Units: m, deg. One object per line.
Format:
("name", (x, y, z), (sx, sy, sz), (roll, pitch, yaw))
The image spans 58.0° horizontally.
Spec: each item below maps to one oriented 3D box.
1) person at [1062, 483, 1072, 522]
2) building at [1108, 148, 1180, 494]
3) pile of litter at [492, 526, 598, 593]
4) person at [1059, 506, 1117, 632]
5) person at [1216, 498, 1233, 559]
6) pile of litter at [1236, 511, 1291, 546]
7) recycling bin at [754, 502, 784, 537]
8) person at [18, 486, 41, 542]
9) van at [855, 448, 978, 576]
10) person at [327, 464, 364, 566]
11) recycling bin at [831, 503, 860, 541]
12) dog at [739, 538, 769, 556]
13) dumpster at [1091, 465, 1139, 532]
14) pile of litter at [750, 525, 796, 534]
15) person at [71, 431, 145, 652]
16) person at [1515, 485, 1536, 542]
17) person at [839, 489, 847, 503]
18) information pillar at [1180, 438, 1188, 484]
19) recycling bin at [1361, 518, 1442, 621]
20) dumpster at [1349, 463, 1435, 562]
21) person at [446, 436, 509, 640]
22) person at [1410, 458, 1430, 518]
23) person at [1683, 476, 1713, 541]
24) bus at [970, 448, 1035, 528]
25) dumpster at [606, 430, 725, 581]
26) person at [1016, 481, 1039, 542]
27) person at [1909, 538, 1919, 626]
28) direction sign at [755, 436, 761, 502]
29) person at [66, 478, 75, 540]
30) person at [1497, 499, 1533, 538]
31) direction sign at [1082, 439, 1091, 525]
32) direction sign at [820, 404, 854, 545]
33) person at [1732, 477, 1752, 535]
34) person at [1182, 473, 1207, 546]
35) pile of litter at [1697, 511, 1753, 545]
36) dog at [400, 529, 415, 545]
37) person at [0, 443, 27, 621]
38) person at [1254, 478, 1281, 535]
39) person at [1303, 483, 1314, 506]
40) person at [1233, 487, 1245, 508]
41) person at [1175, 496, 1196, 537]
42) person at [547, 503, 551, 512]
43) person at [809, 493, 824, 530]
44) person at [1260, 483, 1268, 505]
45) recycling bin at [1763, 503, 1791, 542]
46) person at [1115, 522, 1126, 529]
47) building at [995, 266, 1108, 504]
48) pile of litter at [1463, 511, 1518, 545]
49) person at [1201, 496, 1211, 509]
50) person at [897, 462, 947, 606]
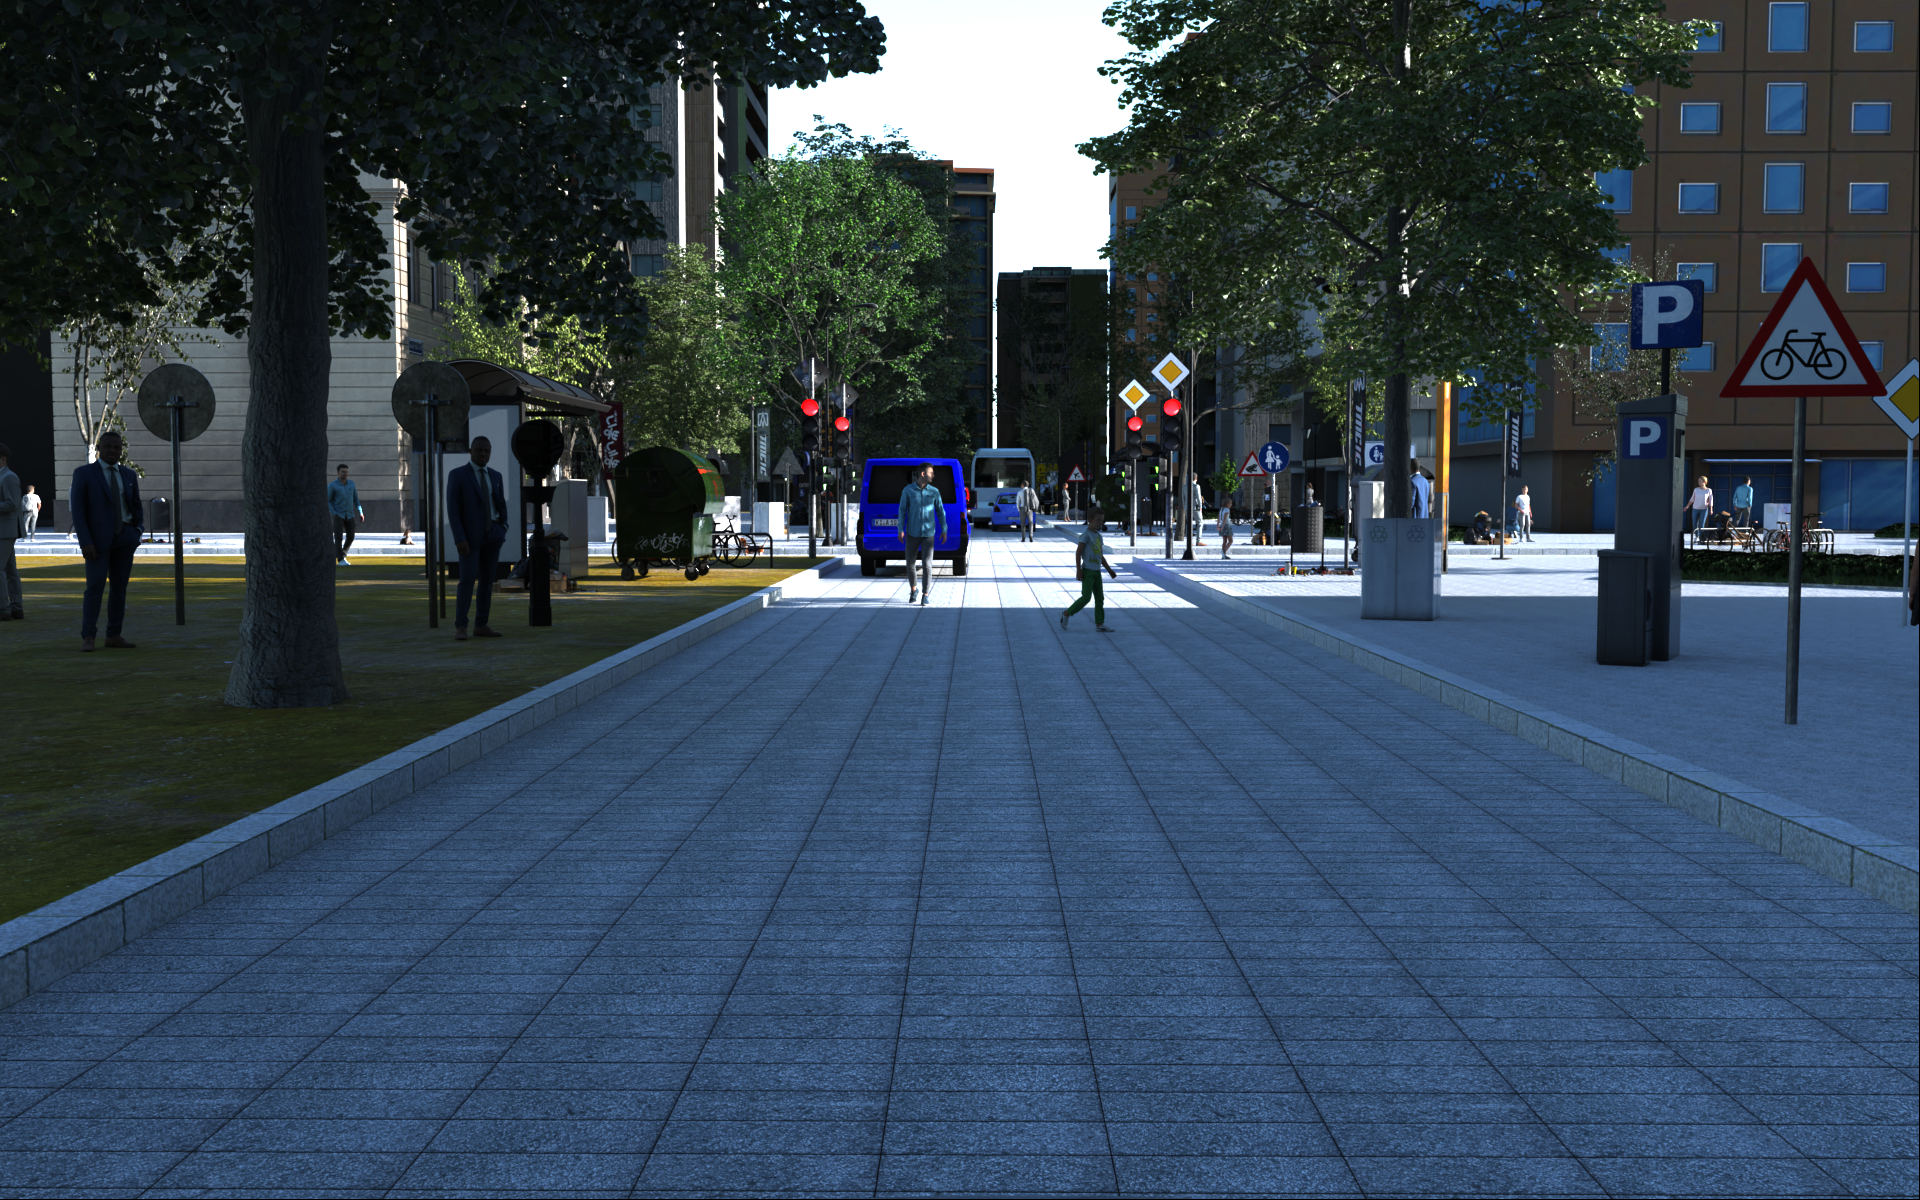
("person", (4.952, -4.476, 79.501), (0.573, 1.790, 0.520), (-1, 4, -21))
("building", (26.618, -34.966, 221.808), (14.200, 45.320, 14.600), (0, 4, 1))
("pile of litter", (-5.595, -0.543, 22.841), (1.719, 0.858, 1.176), (3, 4, 38))
("person", (1.332, -0.325, 18.058), (0.590, 1.304, 0.306), (1, 4, 20))
("person", (5.168, -1.412, 34.140), (0.382, 1.210, 0.505), (-2, 4, -24))
("pile of litter", (7.844, -1.811, 43.578), (1.719, 0.858, 1.176), (2, 4, 32))
("recycling bin", (-5.813, -2.436, 52.389), (0.722, 1.027, 0.722), (2, 4, 33))
("person", (-24.967, -2.312, 46.442), (0.523, 1.515, 0.503), (2, 4, 26))
("van", (-0.790, -1.690, 32.012), (2.240, 2.365, 5.245), (0, 4, 1))
("person", (-11.148, -1.542, 31.271), (0.620, 1.820, 0.660), (2, 4, 35))
("recycling bin", (-3.056, -2.142, 47.570), (0.722, 1.027, 0.722), (3, 5, 44))
("dog", (-4.392, -1.069, 36.772), (0.406, 0.507, 0.540), (3, 5, 41))
("dumpster", (5.323, -3.490, 59.559), (1.502, 2.255, 1.985), (0, 4, 0))
("pile of litter", (-6.006, -2.532, 55.362), (1.719, 0.858, 1.176), (-1, 4, -22))
("person", (-7.099, -0.500, 14.398), (0.419, 1.800, 0.721), (2, 4, 27))
("person", (15.114, -2.305, 46.326), (0.523, 1.515, 0.503), (3, 4, 36))
("person", (-4.849, -4.092, 73.129), (0.537, 1.800, 0.526), (1, 4, 21))
("information pillar", (9.342, -4.929, 71.938), (0.183, 3.616, 0.504), (-3, 5, -40))
("recycling bin", (4.565, -0.327, 17.900), (0.722, 1.027, 0.722), (1, 4, 22))
("dumpster", (7.998, -1.608, 32.045), (1.264, 1.857, 1.865), (0, 4, 0))
("person", (-4.337, -0.569, 15.527), (0.419, 1.800, 0.721), (2, 4, 33))
("person", (6.617, -1.163, 25.243), (0.419, 1.800, 0.721), (2, 4, 31))
("person", (19.103, -2.331, 44.826), (0.731, 1.740, 0.598), (2, 4, 29))
("bus", (1.842, -4.975, 76.202), (2.948, 3.499, 13.247), (0, 4, 1))
("dumpster", (-4.453, -1.454, 26.269), (1.502, 2.255, 1.985), (0, 4, 1))
("person", (2.011, -2.625, 51.524), (0.679, 1.850, 0.850), (-1, 4, -9))
("person", (6.387, -0.035, 11.282), (0.362, 1.253, 0.373), (1, 4, 23))
("direction sign", (-7.708, -4.564, 66.617), (0.379, 3.537, 0.876), (1, 4, 13))
("person", (-24.288, -2.537, 47.702), (0.728, 1.800, 0.709), (1, 4, 8))
("person", (16.200, -2.402, 50.813), (1.012, 1.151, 0.738), (3, 4, 38))
("direction sign", (5.256, -4.883, 71.840), (0.379, 3.537, 0.876), (1, 4, 23))
("direction sign", (-3.108, -3.170, 43.834), (0.876, 3.537, 0.379), (1, 4, 11))
("person", (24.344, -2.928, 53.941), (0.620, 1.820, 0.660), (-2, 4, -35))
("person", (5.763, -2.242, 42.801), (0.635, 1.810, 0.391), (3, 5, 41))
("pile of litter", (19.420, -1.816, 43.652), (1.719, 0.858, 1.176), (0, 4, 5))
("dog", (-13.943, -1.597, 43.851), (0.550, 0.427, 0.748), (0, 4, 7))
("person", (-9.810, -0.693, 17.579), (0.606, 1.804, 0.583), (3, 5, 44))
("person", (9.509, -2.874, 53.430), (0.834, 1.777, 0.661), (1, 4, 14))
("person", (15.917, -4.472, 79.438), (0.520, 1.790, 0.573), (-2, 4, -24))
("person", (16.993, -6.083, 105.620), (0.709, 1.813, 0.853), (0, 4, 5))
("person", (6.850, -2.788, 51.398), (0.755, 1.850, 0.659), (-3, 5, -43))
("person", (-15.169, -3.437, 64.826), (0.523, 1.515, 0.503), (-3, 5, -39))
("person", (-4.744, -3.126, 57.577), (0.534, 1.772, 0.576), (0, 4, 4))
("person", (14.592, -4.686, 82.842), (0.466, 1.800, 0.511), (1, 4, 9))
("recycling bin", (21.949, -2.062, 46.263), (0.722, 1.027, 0.722), (3, 5, 43))
("person", (5.789, -3.454, 62.870), (0.532, 1.782, 0.716), (-3, 5, -43))
("building", (11.640, -27.597, 222.908), (14.107, 30.474, 14.160), (0, 4, 1))
("pile of litter", (13.531, -1.841, 44.064), (1.719, 0.858, 1.176), (-1, 4, -21))
("person", (16.327, -6.394, 116.077), (1.012, 1.151, 0.738), (0, 4, 8))
("person", (-0.478, -0.865, 22.503), (0.638, 1.841, 0.748), (0, 4, 5))
